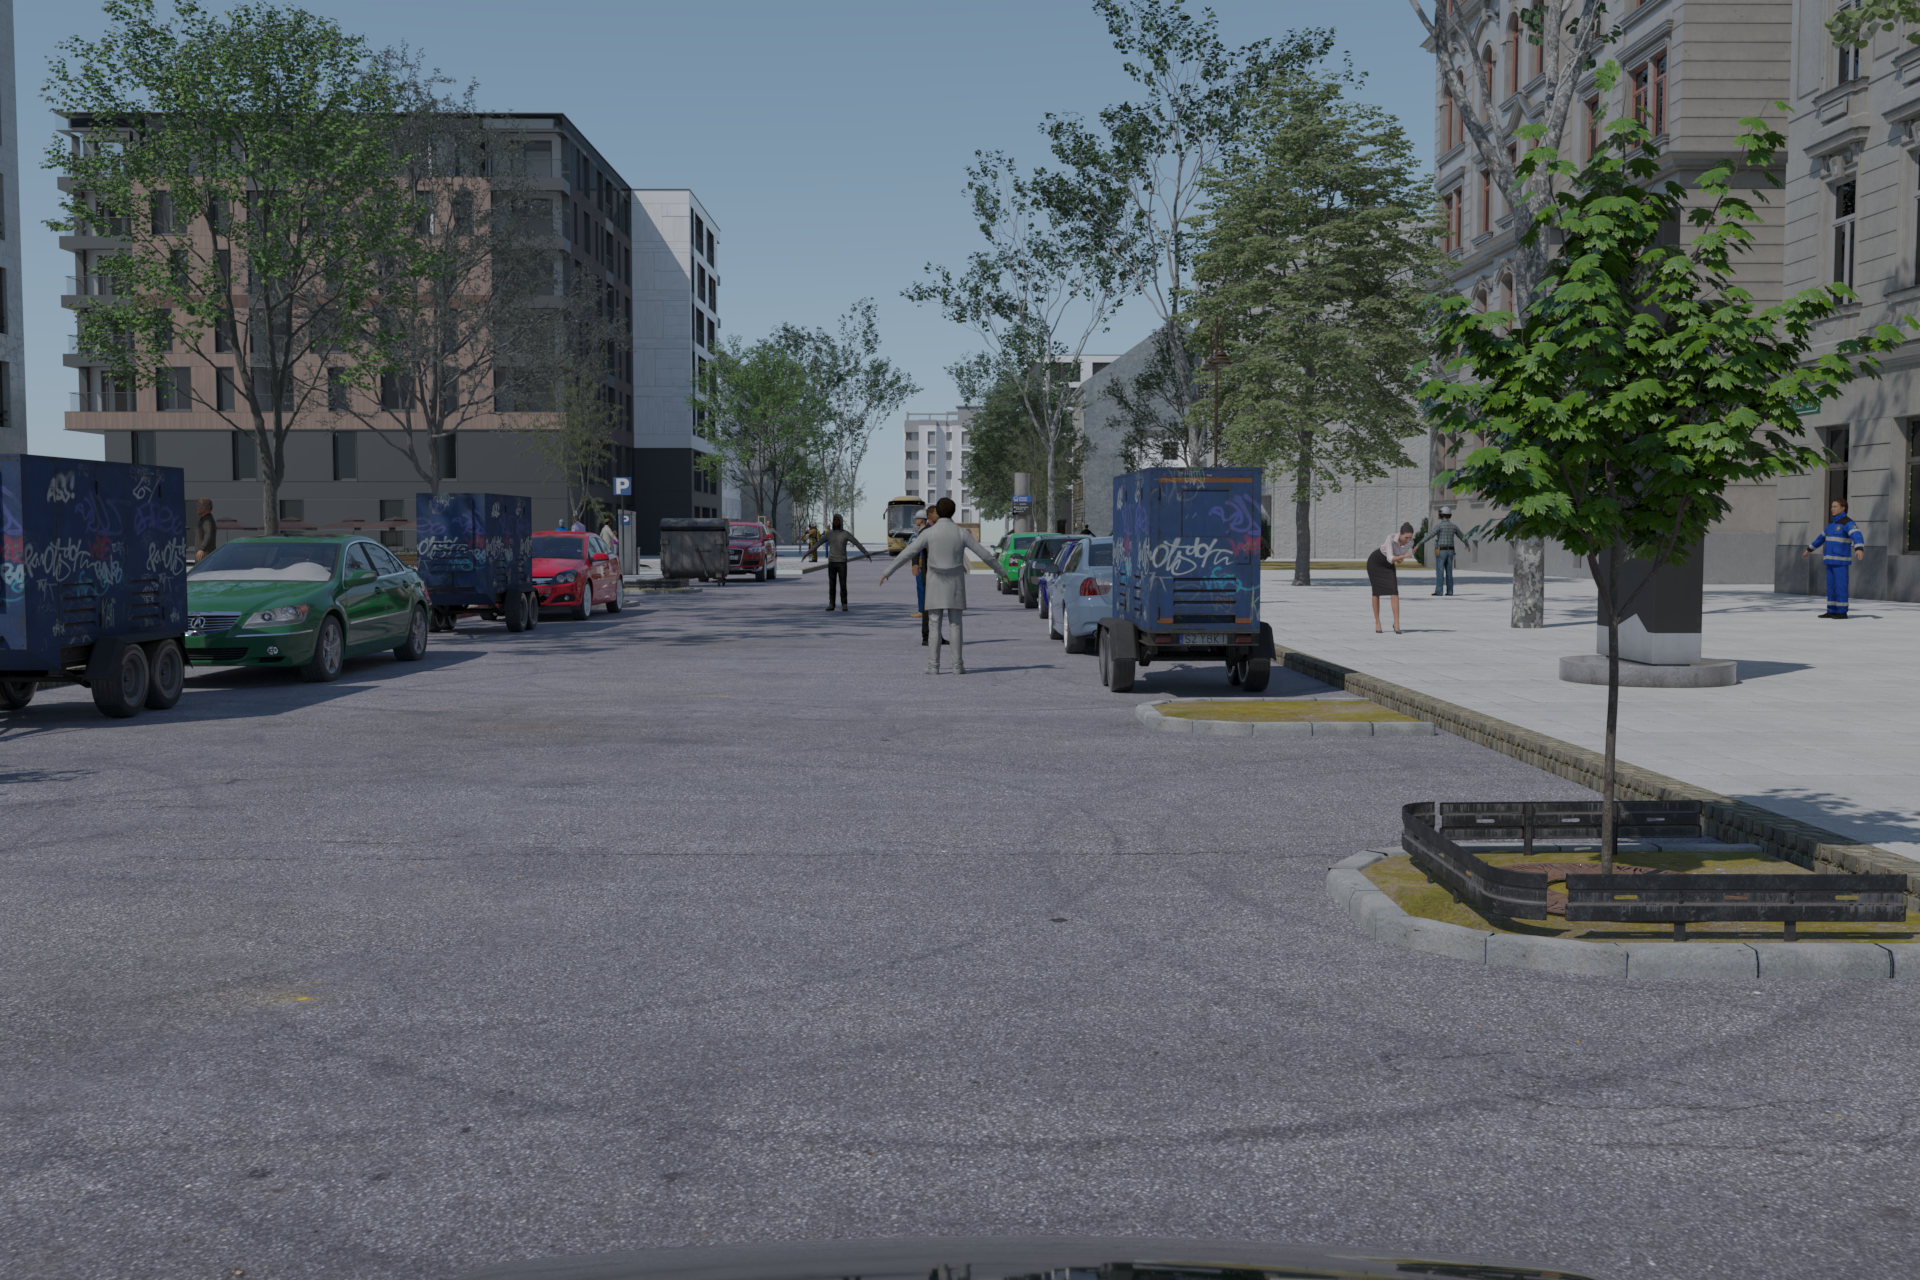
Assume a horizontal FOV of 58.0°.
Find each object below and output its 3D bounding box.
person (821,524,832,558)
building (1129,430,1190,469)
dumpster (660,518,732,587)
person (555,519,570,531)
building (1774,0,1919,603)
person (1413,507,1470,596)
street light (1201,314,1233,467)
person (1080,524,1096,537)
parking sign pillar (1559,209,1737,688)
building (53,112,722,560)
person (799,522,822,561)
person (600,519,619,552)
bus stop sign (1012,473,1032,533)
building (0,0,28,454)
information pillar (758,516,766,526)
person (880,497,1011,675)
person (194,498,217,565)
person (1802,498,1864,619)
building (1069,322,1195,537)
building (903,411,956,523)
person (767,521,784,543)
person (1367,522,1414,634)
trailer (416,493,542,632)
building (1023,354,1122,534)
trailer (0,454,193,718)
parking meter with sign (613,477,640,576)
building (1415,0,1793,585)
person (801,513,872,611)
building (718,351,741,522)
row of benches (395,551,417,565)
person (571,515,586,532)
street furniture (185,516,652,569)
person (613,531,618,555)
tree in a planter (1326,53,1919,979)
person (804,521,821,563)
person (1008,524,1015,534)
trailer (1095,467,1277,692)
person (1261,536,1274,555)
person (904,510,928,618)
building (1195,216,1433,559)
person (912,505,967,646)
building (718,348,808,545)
[{"bbox_3d":[-6.890,-5.201,91.009,1.349,1.833,0.705,0,4,5],"label":"person"},{"bbox_3d":[19.340,-12.100,139.979,9.099,9.664,28.070,0,4,0],"label":"building"},{"bbox_3d":[-7.233,-2.392,47.318,1.865,1.857,1.264,0,4,0],"label":"dumpster"},{"bbox_3d":[-14.554,-3.497,63.297,1.347,1.817,0.704,0,4,2],"label":"person"},{"bbox_3d":[25.729,-14.616,15.391,17.030,29.872,44.131,0,4,0],"label":"building"},{"bbox_3d":[10.030,-1.839,35.905,1.345,1.849,0.704,-1,4,-17],"label":"person"},{"bbox_3d":[5.410,-3.904,36.620,0.468,5.910,1.993,0,4,0],"label":"street light"},{"bbox_3d":[6.840,-5.324,93.229,1.347,1.806,0.705,2,4,31],"label":"person"},{"bbox_3d":[5.996,-1.623,15.017,1.447,3.967,1.447,0,4,0],"label":"parking sign pillar"},{"bbox_3d":[-29.887,-15.693,100.554,27.936,21.610,32.646,0,4,0],"label":"building"},{"bbox_3d":[-6.793,-4.499,79.702,1.345,1.843,0.704,1,4,14],"label":"person"},{"bbox_3d":[-12.358,-3.352,60.896,0.704,1.819,1.344,-3,5,-40],"label":"person"},{"bbox_3d":[2.663,-5.230,74.523,0.837,3.901,0.837,0,4,1],"label":"bus stop sign"},{"bbox_3d":[-30.532,-11.291,38.487,10.420,20.400,16.860,0,4,-1],"label":"building"},{"bbox_3d":[-8.167,-4.103,71.575,0.304,2.012,0.304,0,4,1],"label":"information pillar"},{"bbox_3d":[-0.148,-0.555,17.720,1.347,1.806,0.705,0,4,-3],"label":"person"},{"bbox_3d":[-11.012,-1.165,25.235,0.705,1.807,1.348,-2,4,-24],"label":"person"},{"bbox_3d":[13.262,-1.238,26.211,0.704,1.831,1.345,-1,4,-8],"label":"person"},{"bbox_3d":[21.880,-21.634,184.643,19.493,23.208,18.063,0,3,0],"label":"building"},{"bbox_3d":[-7.938,-24.384,257.548,11.380,20.090,16.016,-1,4,-10],"label":"building"},{"bbox_3d":[-7.360,-3.694,66.661,1.348,1.796,0.705,1,4,16],"label":"person"},{"bbox_3d":[5.563,-0.796,22.239,0.799,1.438,0.628,3,5,40],"label":"person"},{"bbox_3d":[-7.073,-1.087,24.814,1.471,1.999,3.904,0,4,0],"label":"trailer"},{"bbox_3d":[21.597,-22.604,213.548,27.936,21.610,32.646,0,4,-1],"label":"building"},{"bbox_3d":[-7.148,-0.368,13.064,1.471,1.999,3.904,0,4,-1],"label":"trailer"},{"bbox_3d":[-10.351,-3.532,54.016,0.543,3.016,1.738,0,3,0],"label":"parking meter with sign"},{"bbox_3d":[24.059,-16.323,54.273,14.401,28.519,23.554,0,4,-1],"label":"building"},{"bbox_3d":[-2.283,-1.448,32.255,1.348,1.813,0.705,1,4,10],"label":"person"},{"bbox_3d":[-29.232,-19.748,179.302,16.016,20.090,11.380,0,4,-1],"label":"building"},{"bbox_3d":[-18.442,-2.853,62.106,4.104,0.672,1.422,-2,4,-31],"label":"row of benches"},{"bbox_3d":[-11.405,-2.774,51.273,0.599,1.838,0.709,2,4,33],"label":"person"},{"bbox_3d":[-23.510,-4.072,71.603,27.439,1.986,14.083,1,4,9],"label":"street furniture"},{"bbox_3d":[-16.432,-4.502,82.873,0.599,1.433,0.991,-2,4,-29],"label":"person"},{"bbox_3d":[2.462,-0.566,6.482,1.991,3.239,1.994,0,4,0],"label":"tree in a planter"},{"bbox_3d":[-6.609,-4.426,78.141,0.705,1.858,1.354,2,4,27],"label":"person"},{"bbox_3d":[2.843,-5.073,89.088,1.346,1.812,0.704,-1,4,-13],"label":"person"},{"bbox_3d":[2.035,-0.592,16.723,1.471,1.999,3.904,0,4,-2],"label":"trailer"},{"bbox_3d":[5.087,-1.578,31.870,1.348,1.821,0.705,1,4,13],"label":"person"},{"bbox_3d":[-0.669,-1.314,29.796,0.705,1.847,1.347,1,4,14],"label":"person"},{"bbox_3d":[24.640,-14.594,105.074,16.747,18.905,31.486,0,4,0],"label":"building"},{"bbox_3d":[-0.316,-0.833,22.300,0.704,1.802,1.346,2,4,28],"label":"person"},{"bbox_3d":[-28.516,-23.103,208.655,19.493,23.208,18.063,0,3,0],"label":"building"}]
